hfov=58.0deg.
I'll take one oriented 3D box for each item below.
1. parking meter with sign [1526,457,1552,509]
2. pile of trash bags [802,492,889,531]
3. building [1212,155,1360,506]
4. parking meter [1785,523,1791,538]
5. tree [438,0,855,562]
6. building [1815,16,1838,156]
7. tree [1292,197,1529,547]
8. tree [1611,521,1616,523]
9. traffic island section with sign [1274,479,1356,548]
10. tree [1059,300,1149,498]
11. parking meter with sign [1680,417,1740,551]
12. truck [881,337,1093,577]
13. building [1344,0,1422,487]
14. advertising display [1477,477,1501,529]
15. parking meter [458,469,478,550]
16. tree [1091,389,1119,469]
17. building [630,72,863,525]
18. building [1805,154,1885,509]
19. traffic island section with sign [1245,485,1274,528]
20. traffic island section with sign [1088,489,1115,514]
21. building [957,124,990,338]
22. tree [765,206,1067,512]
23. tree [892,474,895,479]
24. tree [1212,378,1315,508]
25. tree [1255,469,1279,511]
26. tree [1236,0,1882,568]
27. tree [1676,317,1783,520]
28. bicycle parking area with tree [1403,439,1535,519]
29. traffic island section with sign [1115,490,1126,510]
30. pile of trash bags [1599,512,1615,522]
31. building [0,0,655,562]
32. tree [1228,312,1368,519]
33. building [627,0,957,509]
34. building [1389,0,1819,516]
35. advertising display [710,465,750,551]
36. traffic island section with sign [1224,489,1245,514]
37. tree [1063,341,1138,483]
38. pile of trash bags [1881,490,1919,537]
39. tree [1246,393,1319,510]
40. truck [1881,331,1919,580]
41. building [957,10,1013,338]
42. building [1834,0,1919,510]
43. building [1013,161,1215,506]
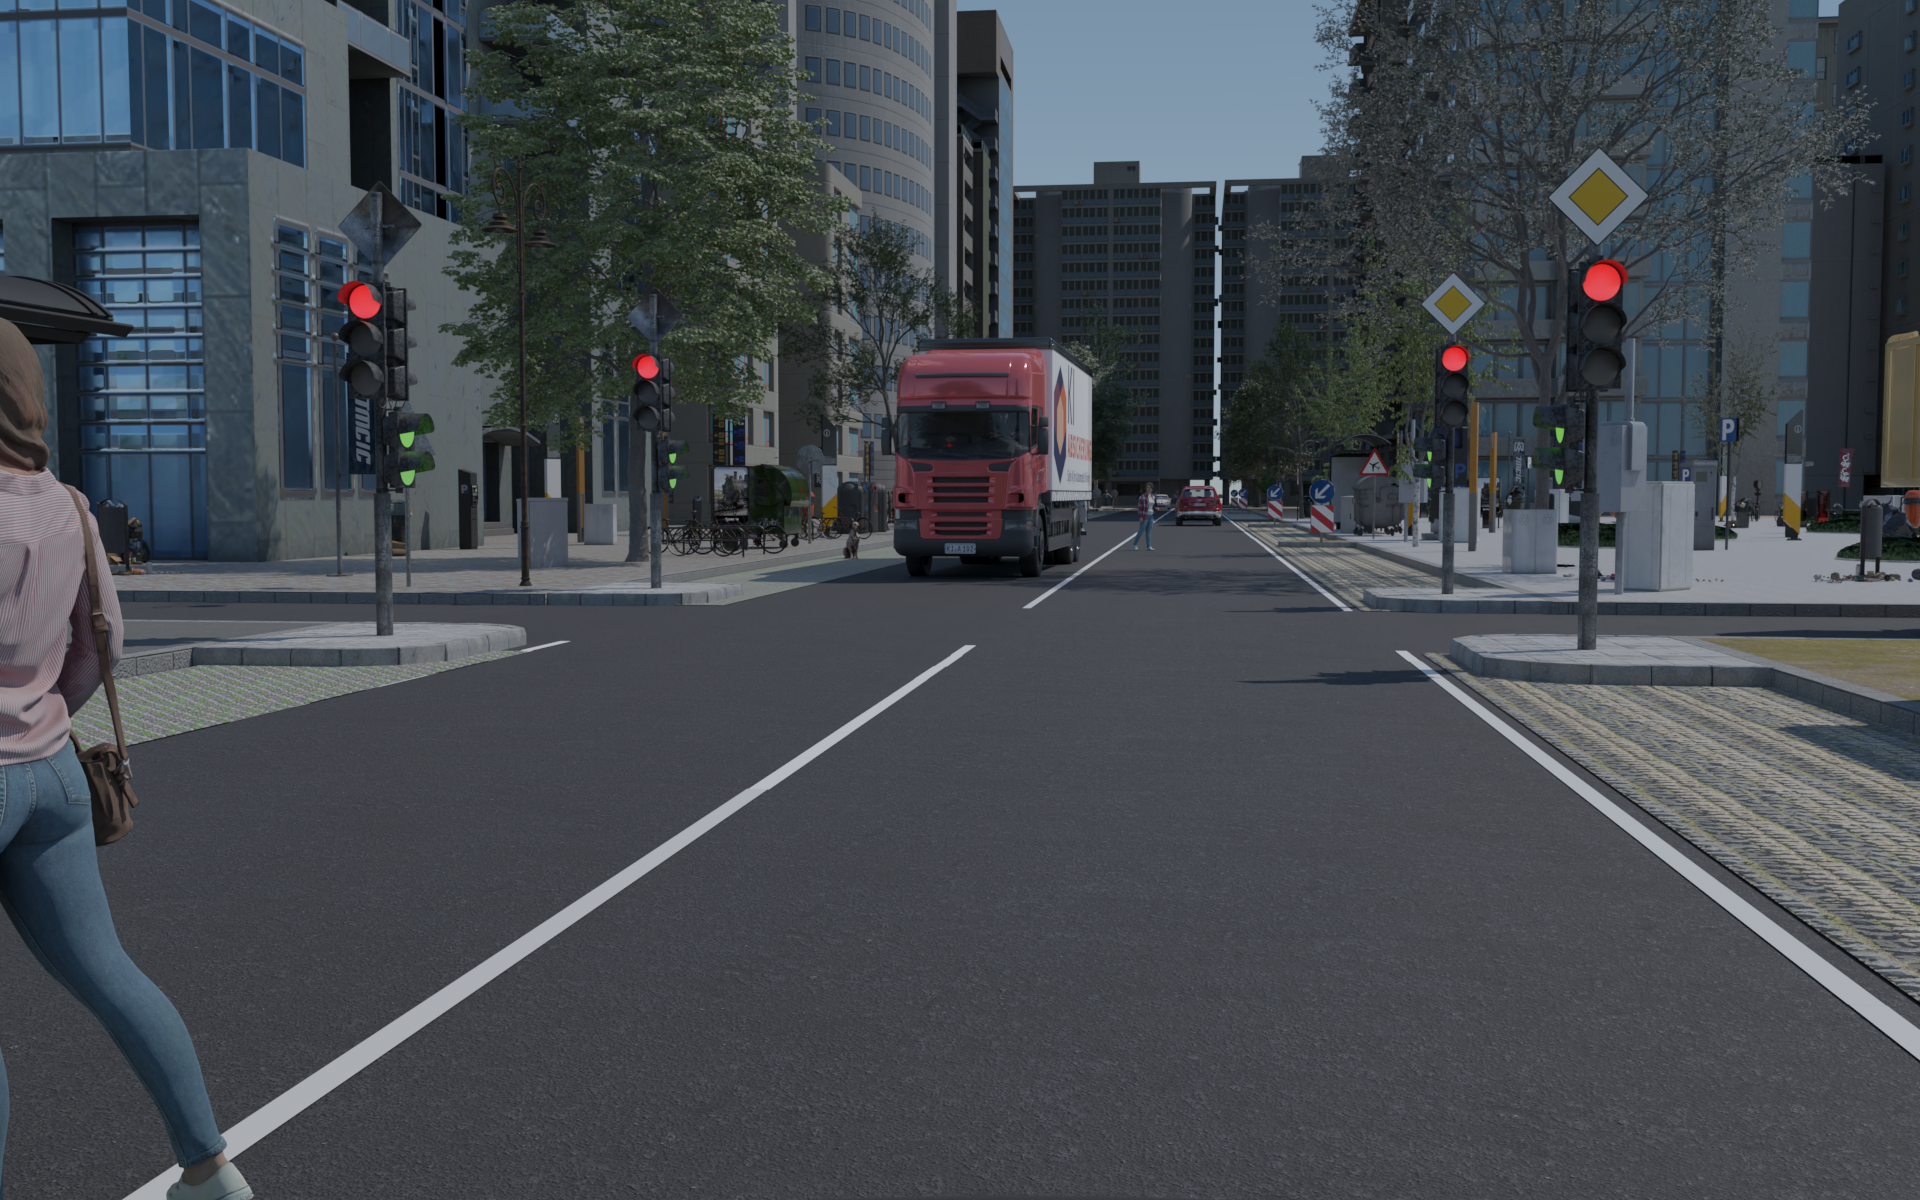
[{"bbox_3d":[27.241,-5.154,80.523,1.738,3.016,0.543,2,4,35],"label":"parking meter with sign"},{"bbox_3d":[-4.109,-3.097,60.384,3.447,1.369,1.912,1,4,23],"label":"pile of trash bags"},{"bbox_3d":[42.090,-31.147,201.130,23.993,40.220,32.217,0,4,8],"label":"building"},{"bbox_3d":[24.561,-2.773,51.049,0.399,1.863,0.255,2,4,28],"label":"parking meter"},{"bbox_3d":[-5.692,-7.000,32.583,7.486,12.596,7.792,0,3,0],"label":"tree"},{"bbox_3d":[90.118,-36.926,192.977,27.495,52.752,28.713,0,4,8],"label":"building"},{"bbox_3d":[11.270,-5.597,41.870,4.737,8.622,4.395,0,3,0],"label":"tree"},{"bbox_3d":[29.610,-5.075,77.574,1.663,3.219,1.824,0,3,0],"label":"tree"},{"bbox_3d":[9.643,-2.341,46.911,1.989,1.847,2.006,0,4,8],"label":"traffic island section with sign"},{"bbox_3d":[12.578,-19.330,171.931,12.611,20.169,13.585,0,3,0],"label":"tree"},{"bbox_3d":[16.775,-2.640,39.420,1.738,3.016,0.543,-1,4,-14],"label":"parking meter with sign"},{"bbox_3d":[0.824,-2.723,33.437,2.839,4.237,11.283,1,4,9],"label":"truck"},{"bbox_3d":[44.168,-30.042,145.810,22.147,44.769,28.867,0,4,8],"label":"building"},{"bbox_3d":[19.728,-3.641,64.743,0.974,1.923,0.123,3,4,38],"label":"advertising display"},{"bbox_3d":[-11.362,-2.099,40.029,0.399,1.863,0.255,1,4,19],"label":"parking meter"},{"bbox_3d":[8.488,-12.006,130.707,7.601,10.594,8.767,0,4,2],"label":"tree"},{"bbox_3d":[-21.252,-14.793,86.898,27.650,21.520,28.899,0,4,8],"label":"building"},{"bbox_3d":[70.208,-23.194,150.929,14.107,30.474,14.160,0,4,8],"label":"building"},{"bbox_3d":[13.368,-4.015,74.273,1.989,1.847,2.006,0,4,8],"label":"traffic island section with sign"},{"bbox_3d":[9.922,-7.105,124.795,1.989,1.847,2.006,0,4,8],"label":"traffic island section with sign"},{"bbox_3d":[-5.408,-22.289,136.121,14.160,30.474,14.107,0,4,8],"label":"building"},{"bbox_3d":[-1.962,-7.429,55.873,8.767,10.594,7.601,-2,4,-34],"label":"tree"},{"bbox_3d":[-1.612,-4.384,66.275,1.663,3.219,1.824,0,3,0],"label":"tree"},{"bbox_3d":[28.355,-15.116,164.153,9.611,12.733,9.660,0,3,0],"label":"tree"},{"bbox_3d":[23.288,-8.423,132.317,1.663,3.219,1.824,0,3,0],"label":"tree"},{"bbox_3d":[10.390,-7.340,30.377,12.009,13.543,11.850,0,3,0],"label":"tree"},{"bbox_3d":[32.515,-7.491,72.847,4.360,8.622,3.978,0,3,0],"label":"tree"},{"bbox_3d":[26.740,-6.336,90.592,8.231,4.147,9.016,2,4,27],"label":"bicycle parking area with tree"},{"bbox_3d":[13.571,-8.749,151.678,1.989,1.847,2.006,0,4,8],"label":"traffic island section with sign"},{"bbox_3d":[26.777,-4.022,75.505,3.447,1.369,1.912,-2,4,-24],"label":"pile of trash bags"},{"bbox_3d":[-22.204,-44.902,46.817,22.319,86.520,31.000,0,4,8],"label":"building"},{"bbox_3d":[17.346,-9.473,89.294,7.601,10.594,8.767,1,4,8],"label":"tree"},{"bbox_3d":[-12.522,-35.041,114.915,21.231,58.520,28.212,0,4,8],"label":"building"},{"bbox_3d":[42.015,-30.325,115.419,23.786,49.044,30.456,0,4,8],"label":"building"},{"bbox_3d":[-5.170,-2.064,38.961,0.974,1.923,0.123,-3,5,-41],"label":"advertising display"},{"bbox_3d":[20.096,-7.043,123.788,1.989,1.847,2.006,0,4,8],"label":"traffic island section with sign"},{"bbox_3d":[10.179,-14.467,143.187,9.857,13.997,8.962,0,3,0],"label":"tree"},{"bbox_3d":[22.870,-1.943,41.528,1.912,1.369,3.447,2,4,27],"label":"pile of trash bags"},{"bbox_3d":[20.498,-9.730,109.449,4.360,8.622,3.978,0,3,0],"label":"tree"},{"bbox_3d":[14.461,-1.262,16.551,9.791,3.379,3.469,1,4,10],"label":"truck"},{"bbox_3d":[-2.889,-31.180,159.903,14.200,45.320,14.600,0,4,8],"label":"building"},{"bbox_3d":[87.597,-31.842,144.323,21.600,48.544,21.300,0,4,8],"label":"building"},{"bbox_3d":[18.393,-31.379,204.923,23.993,40.220,32.217,0,4,8],"label":"building"}]
